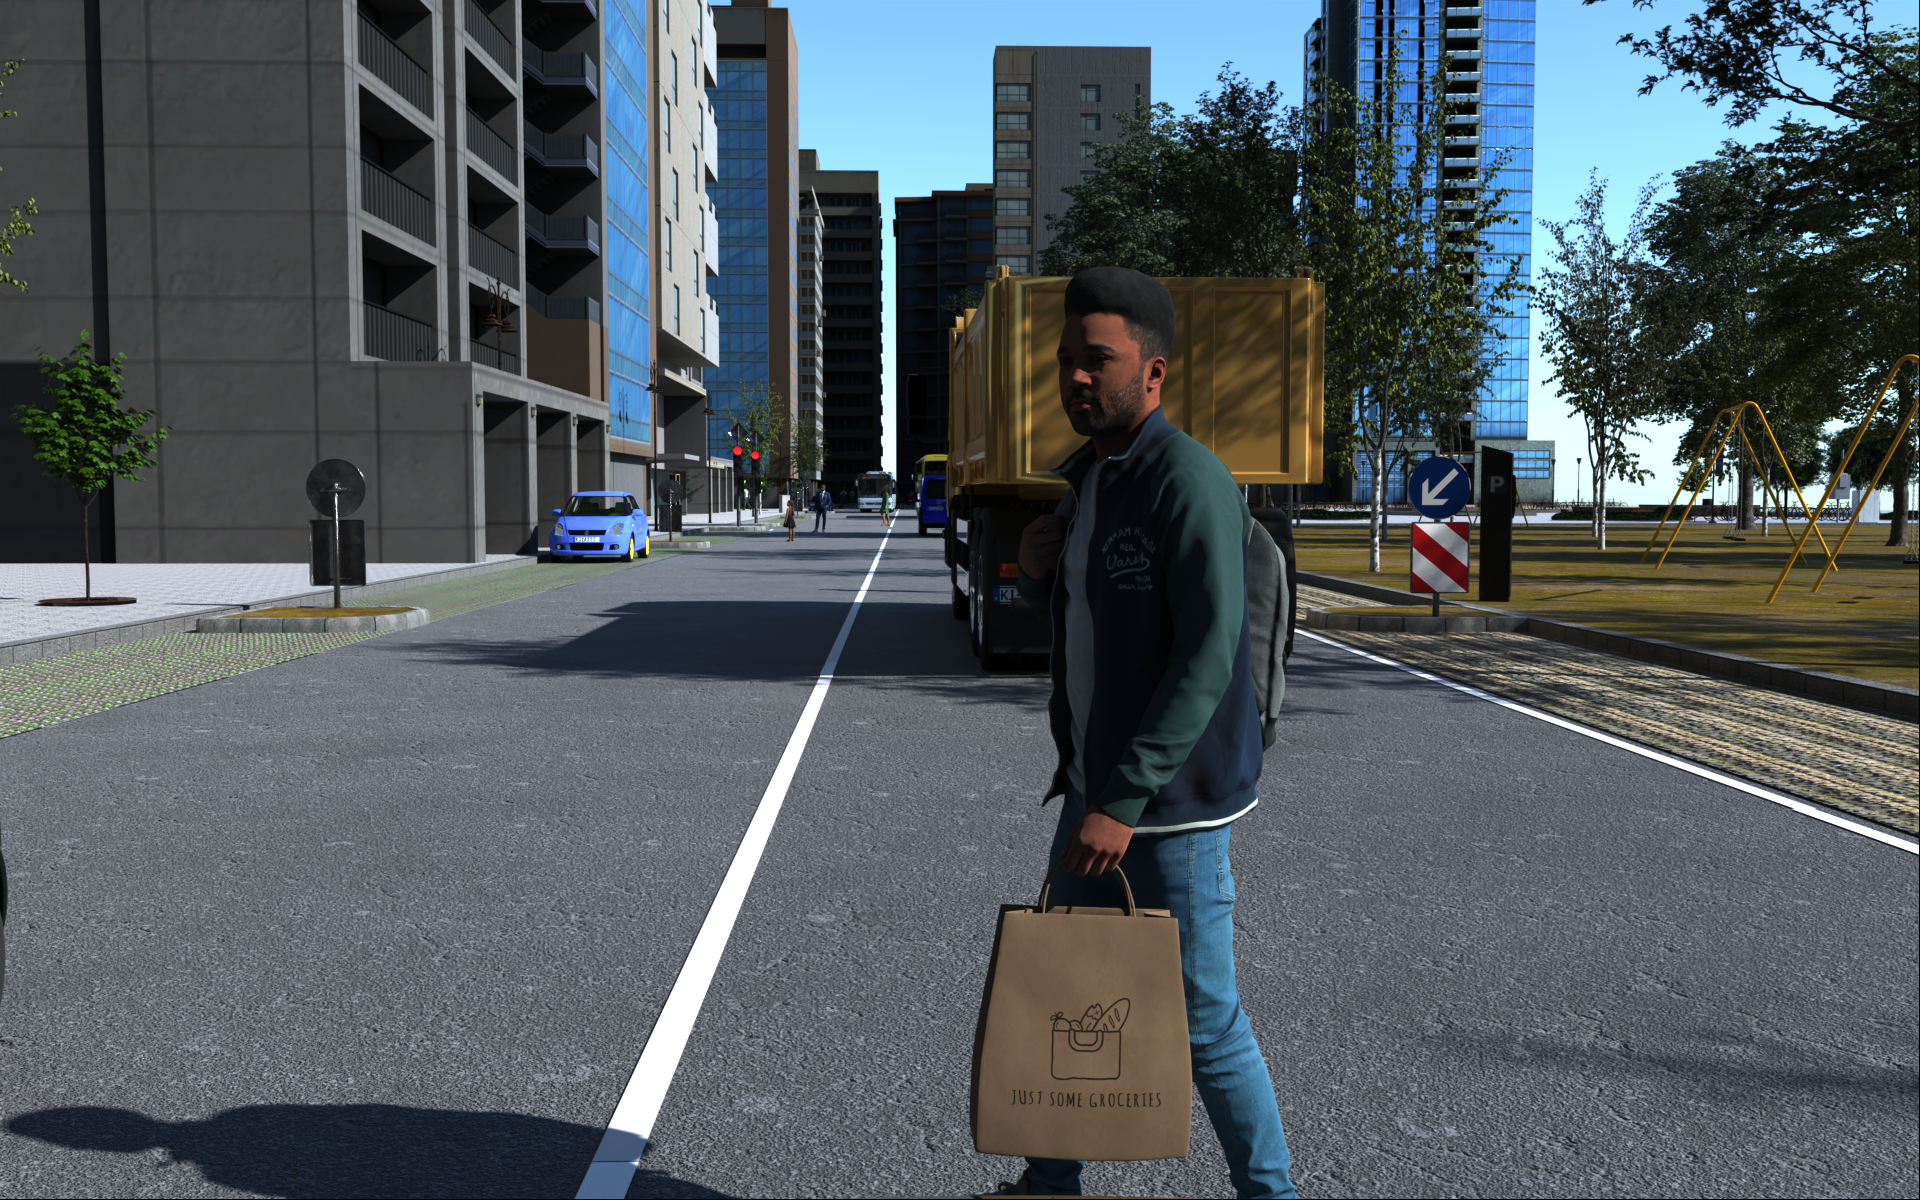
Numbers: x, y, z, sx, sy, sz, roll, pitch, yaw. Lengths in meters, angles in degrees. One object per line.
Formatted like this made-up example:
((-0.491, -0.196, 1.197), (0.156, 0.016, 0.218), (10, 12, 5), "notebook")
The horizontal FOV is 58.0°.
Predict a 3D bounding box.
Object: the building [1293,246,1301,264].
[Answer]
((44.356, -34.351, 253.515), (23.993, 40.220, 32.217), (0, 4, -2), "building")

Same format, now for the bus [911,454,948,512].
((-1.341, -7.036, 106.583), (2.896, 3.916, 12.252), (0, 4, -4), "bus")

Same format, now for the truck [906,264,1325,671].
((1.241, -1.332, 17.705), (3.469, 3.379, 9.791), (0, 4, -3), "truck")

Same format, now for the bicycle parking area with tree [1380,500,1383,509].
((37.042, -9.885, 148.619), (9.016, 4.147, 8.231), (-2, 4, -35), "bicycle parking area with tree")

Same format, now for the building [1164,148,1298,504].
((34.013, -34.871, 220.259), (14.200, 45.320, 14.600), (0, 4, -2), "building")

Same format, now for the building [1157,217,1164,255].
((25.611, -34.266, 243.840), (14.086, 41.232, 14.154), (0, 4, -2), "building")

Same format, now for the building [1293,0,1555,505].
((57.098, -55.214, 215.418), (31.000, 86.520, 22.319), (0, 4, -2), "building")

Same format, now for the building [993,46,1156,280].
((9.993, -29.267, 162.108), (14.154, 41.232, 14.086), (0, 4, -2), "building")

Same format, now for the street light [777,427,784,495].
((-12.440, -9.012, 120.132), (0.468, 5.910, 1.993), (0, 4, -2), "street light")

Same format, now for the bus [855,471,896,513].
((-6.482, -8.629, 135.946), (2.948, 3.499, 13.247), (0, 4, -1), "bus")

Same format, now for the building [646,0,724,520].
((-27.065, -30.539, 88.554), (28.713, 52.752, 27.495), (0, 4, -2), "building")

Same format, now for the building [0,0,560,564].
((-19.505, -36.799, 39.908), (20.563, 71.187, 20.611), (0, 4, -2), "building")

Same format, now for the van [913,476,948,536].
((-0.505, -3.426, 60.391), (2.240, 2.365, 5.245), (0, 4, -2), "van")

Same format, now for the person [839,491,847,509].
((-11.150, -9.482, 164.329), (0.742, 1.727, 0.445), (-2, 4, -29), "person")

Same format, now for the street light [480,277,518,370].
((-9.821, -3.929, 37.028), (0.468, 5.910, 1.993), (0, 4, -2), "street light")

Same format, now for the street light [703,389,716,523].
((-11.044, -6.334, 76.353), (0.468, 5.910, 1.993), (0, 4, -2), "street light")

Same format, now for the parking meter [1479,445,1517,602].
((6.425, -0.916, 20.684), (0.399, 1.863, 0.255), (1, 4, 21), "parking meter")

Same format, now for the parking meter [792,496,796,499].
((-12.589, -7.548, 131.818), (0.372, 1.533, 0.369), (0, 3, 0), "parking meter")

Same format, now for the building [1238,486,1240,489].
((15.904, -21.619, 198.515), (27.650, 21.520, 28.899), (0, 4, -2), "building")

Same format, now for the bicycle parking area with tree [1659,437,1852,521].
((39.596, -6.024, 85.494), (9.016, 4.147, 8.231), (1, 4, 17), "bicycle parking area with tree")

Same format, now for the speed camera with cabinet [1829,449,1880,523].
((39.746, -5.053, 76.958), (2.038, 3.252, 0.660), (0, 4, -3), "speed camera with cabinet")

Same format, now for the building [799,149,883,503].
((-21.879, -38.064, 246.042), (21.600, 48.544, 21.300), (0, 4, -2), "building")

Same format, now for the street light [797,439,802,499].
((-13.130, -10.351, 142.021), (0.468, 5.910, 1.993), (0, 4, -2), "street light")

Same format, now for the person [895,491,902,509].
((-6.009, -9.648, 166.798), (0.990, 1.755, 0.434), (1, 4, 16), "person")

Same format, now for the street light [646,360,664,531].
((-10.512, -5.319, 59.758), (0.468, 5.910, 1.993), (0, 4, -2), "street light")

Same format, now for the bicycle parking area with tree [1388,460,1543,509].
((39.783, -9.148, 136.573), (8.231, 4.147, 9.016), (3, 5, 44), "bicycle parking area with tree")

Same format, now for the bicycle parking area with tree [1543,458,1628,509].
((48.999, -9.394, 140.599), (9.016, 4.147, 8.231), (1, 4, 10), "bicycle parking area with tree")

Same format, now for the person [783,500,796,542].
((-5.156, -2.392, 52.282), (0.373, 1.253, 0.362), (2, 4, 33), "person")

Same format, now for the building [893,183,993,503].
((3.351, -36.211, 246.680), (28.867, 44.769, 22.147), (0, 4, -2), "building")

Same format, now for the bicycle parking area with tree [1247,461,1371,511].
((26.610, -9.043, 134.854), (9.016, 4.147, 8.231), (0, 4, 0), "bicycle parking area with tree")

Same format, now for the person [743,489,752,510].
((-16.867, -8.001, 136.953), (0.850, 1.850, 0.679), (0, 4, 4), "person")

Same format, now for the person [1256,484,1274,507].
((10.482, -3.279, 59.559), (0.656, 1.842, 0.836), (1, 4, 18), "person")

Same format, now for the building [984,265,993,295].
((9.923, -27.390, 219.527), (14.160, 30.474, 14.107), (0, 4, -2), "building")

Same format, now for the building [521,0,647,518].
((-18.816, -25.071, 60.022), (14.200, 45.320, 14.600), (0, 4, -2), "building")

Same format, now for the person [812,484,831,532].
((-5.208, -3.454, 65.154), (0.721, 1.800, 0.419), (0, 4, 1), "person")

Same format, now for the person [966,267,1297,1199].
((0.304, 0.334, 3.027), (0.713, 1.824, 0.794), (0, 3, 0), "person")

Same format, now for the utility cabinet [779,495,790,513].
((-12.024, -6.578, 118.713), (0.306, 1.237, 1.020), (2, 4, 26), "utility cabinet")

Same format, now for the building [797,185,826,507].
((-28.493, -31.639, 209.179), (23.993, 40.220, 32.217), (0, 4, -2), "building")

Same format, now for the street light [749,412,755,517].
((-11.754, -7.673, 98.242), (0.468, 5.910, 1.993), (0, 4, -2), "street light")

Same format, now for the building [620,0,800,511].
((-22.011, -31.065, 158.023), (14.600, 45.320, 14.200), (0, 4, -2), "building")

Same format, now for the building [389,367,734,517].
((-26.641, -41.698, 120.013), (20.563, 71.187, 20.611), (0, 4, -2), "building")

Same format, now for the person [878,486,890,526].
((-3.359, -4.233, 77.949), (0.529, 1.795, 0.600), (-2, 4, -30), "person")
